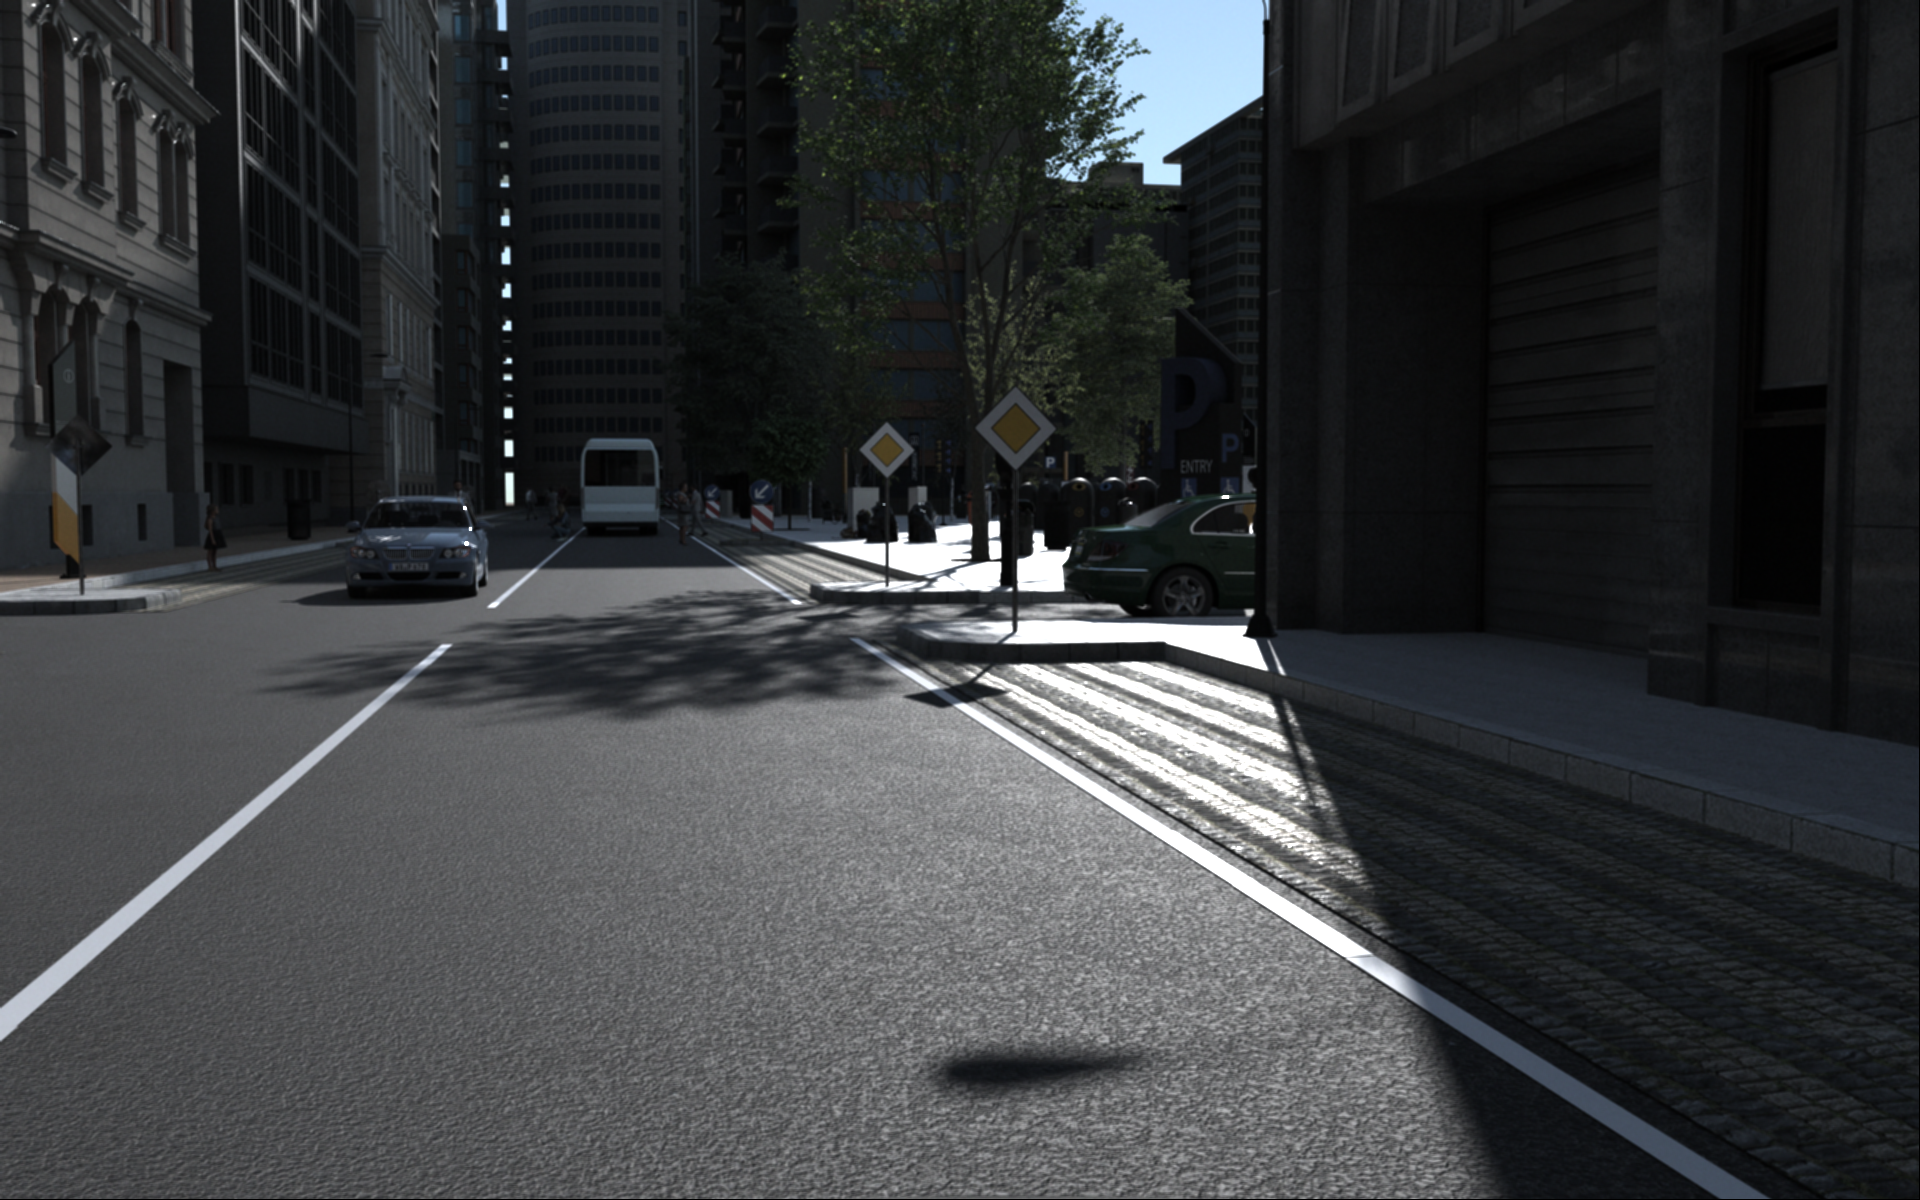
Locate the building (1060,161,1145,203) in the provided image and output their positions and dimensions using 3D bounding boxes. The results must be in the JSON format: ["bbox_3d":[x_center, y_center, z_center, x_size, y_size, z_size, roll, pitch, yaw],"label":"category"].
[{"bbox_3d":[18.760,-31.403,205.321,23.993,40.220,32.217,-1,4,-11],"label":"building"}]

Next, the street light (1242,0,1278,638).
[{"bbox_3d":[2.178,-2.619,15.369,1.470,5.913,1.316,-1,4,-11],"label":"street light"}]

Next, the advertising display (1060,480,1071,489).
[{"bbox_3d":[5.177,-4.633,80.963,0.974,1.923,0.123,1,4,13],"label":"advertising display"}]

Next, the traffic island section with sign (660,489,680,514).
[{"bbox_3d":[-20.404,-7.060,124.056,1.989,1.847,2.006,-1,4,-11],"label":"traffic island section with sign"}]

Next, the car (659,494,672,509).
[{"bbox_3d":[-27.610,-9.273,160.411,1.959,1.807,4.718,-1,4,-11],"label":"car"}]

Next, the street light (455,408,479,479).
[{"bbox_3d":[-26.487,-7.366,92.969,1.470,5.913,1.316,-1,4,-11],"label":"street light"}]

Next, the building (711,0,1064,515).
[{"bbox_3d":[-5.474,-28.375,118.554,22.147,44.769,28.867,-1,4,-11],"label":"building"}]

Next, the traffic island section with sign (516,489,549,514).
[{"bbox_3d":[-30.360,-6.969,122.566,1.989,1.847,2.006,-1,4,-11],"label":"traffic island section with sign"}]

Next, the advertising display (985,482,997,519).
[{"bbox_3d":[1.635,-5.218,90.533,0.123,1.923,0.974,-2,4,-31],"label":"advertising display"}]

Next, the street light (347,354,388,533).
[{"bbox_3d":[-19.596,-5.185,57.321,1.470,5.913,1.316,-1,4,-11],"label":"street light"}]

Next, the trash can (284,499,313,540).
[{"bbox_3d":[-18.445,-2.243,48.327,0.748,1.137,0.748,0,3,0],"label":"trash can"}]

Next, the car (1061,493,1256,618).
[{"bbox_3d":[3.622,-0.486,19.743,4.920,1.459,2.131,-1,4,-9],"label":"car"}]

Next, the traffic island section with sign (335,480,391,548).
[{"bbox_3d":[-15.633,-2.323,46.603,1.989,1.847,2.006,-1,4,-11],"label":"traffic island section with sign"}]

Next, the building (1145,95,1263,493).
[{"bbox_3d":[34.432,-29.126,168.098,23.993,40.220,32.217,-1,4,-11],"label":"building"}]

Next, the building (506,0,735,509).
[{"bbox_3d":[-34.544,-39.602,189.484,28.212,58.520,21.231,-1,4,-11],"label":"building"}]

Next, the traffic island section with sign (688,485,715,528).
[{"bbox_3d":[-10.812,-4.036,74.621,1.989,1.847,2.006,-1,4,-11],"label":"traffic island section with sign"}]

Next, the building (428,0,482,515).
[{"bbox_3d":[-39.693,-40.602,102.098,20.563,71.187,20.611,-1,4,-11],"label":"building"}]

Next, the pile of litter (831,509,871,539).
[{"bbox_3d":[-2.956,-2.217,50.216,1.719,0.858,1.176,-1,4,-20],"label":"pile of litter"}]

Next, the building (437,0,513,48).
[{"bbox_3d":[-55.646,-32.721,154.600,30.456,49.044,23.786,-1,4,-11],"label":"building"}]

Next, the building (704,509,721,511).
[{"bbox_3d":[-12.080,-36.939,145.946,21.231,58.520,28.212,-1,4,-11],"label":"building"}]

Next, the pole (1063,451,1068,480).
[{"bbox_3d":[5.023,-5.415,82.375,0.158,3.312,0.155,0,3,0],"label":"pole"}]

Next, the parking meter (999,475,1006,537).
[{"bbox_3d":[1.359,-2.827,51.938,0.255,1.863,0.399,-1,4,-21],"label":"parking meter"}]

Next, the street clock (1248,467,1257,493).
[{"bbox_3d":[7.826,-2.508,45.579,0.471,2.002,0.358,-1,4,-20],"label":"street clock"}]

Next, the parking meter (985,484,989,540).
[{"bbox_3d":[0.481,-1.925,39.881,0.372,1.533,0.369,0,3,0],"label":"parking meter"}]

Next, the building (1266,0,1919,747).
[{"bbox_3d":[10.706,-11.581,7.373,12.078,24.808,19.932,-1,4,-11],"label":"building"}]

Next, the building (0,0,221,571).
[{"bbox_3d":[-22.812,-14.874,30.586,14.401,28.519,23.554,-1,4,-11],"label":"building"}]

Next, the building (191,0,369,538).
[{"bbox_3d":[-27.700,-15.938,54.092,14.314,27.812,24.014,-1,4,-11],"label":"building"}]

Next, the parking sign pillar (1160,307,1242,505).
[{"bbox_3d":[3.398,-2.204,24.509,1.447,3.967,1.447,-2,4,-32],"label":"parking sign pillar"}]

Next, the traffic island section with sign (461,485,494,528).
[{"bbox_3d":[-20.853,-3.970,73.533,1.989,1.847,2.006,-1,4,-11],"label":"traffic island section with sign"}]

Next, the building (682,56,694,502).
[{"bbox_3d":[-19.503,-29.557,166.848,14.154,41.232,14.086,-1,4,-11],"label":"building"}]

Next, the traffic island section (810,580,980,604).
[{"bbox_3d":[-0.989,-0.106,24.007,2.009,0.180,2.903,-1,4,-11],"label":"traffic island section"}]

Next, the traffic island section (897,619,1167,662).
[{"bbox_3d":[0.531,0.374,16.168,2.009,0.180,2.903,-1,4,-11],"label":"traffic island section"}]

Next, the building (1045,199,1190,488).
[{"bbox_3d":[14.072,-24.564,173.329,14.107,30.474,14.160,-1,4,-11],"label":"building"}]

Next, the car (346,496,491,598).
[{"bbox_3d":[-7.947,-0.831,25.585,2.014,1.417,4.499,-1,4,-13],"label":"car"}]

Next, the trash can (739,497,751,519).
[{"bbox_3d":[-11.208,-4.822,90.489,0.748,1.137,0.748,0,3,0],"label":"trash can"}]

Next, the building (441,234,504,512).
[{"bbox_3d":[-48.985,-17.267,127.347,27.650,21.520,28.899,-1,4,-11],"label":"building"}]

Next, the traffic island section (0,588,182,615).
[{"bbox_3d":[-11.192,0.015,22.041,2.009,0.180,2.903,-1,4,-11],"label":"traffic island section"}]

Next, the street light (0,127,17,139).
[{"bbox_3d":[-12.654,-3.026,22.011,1.470,5.913,1.316,-1,4,-11],"label":"street light"}]

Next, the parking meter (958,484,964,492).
[{"bbox_3d":[0.079,-5.731,99.420,0.255,1.863,0.399,1,4,16],"label":"parking meter"}]

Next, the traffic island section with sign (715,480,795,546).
[{"bbox_3d":[-5.674,-2.418,48.158,1.989,1.847,2.006,-1,4,-11],"label":"traffic island section with sign"}]

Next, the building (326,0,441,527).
[{"bbox_3d":[-30.583,-17.739,75.940,13.634,28.700,20.117,-1,4,-11],"label":"building"}]

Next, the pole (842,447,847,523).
[{"bbox_3d":[-5.033,-5.006,75.684,0.158,3.312,0.155,0,3,0],"label":"pole"}]

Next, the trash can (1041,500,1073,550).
[{"bbox_3d":[2.230,-1.727,39.890,0.748,1.137,0.748,0,3,0],"label":"trash can"}]

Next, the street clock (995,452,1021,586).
[{"bbox_3d":[0.679,-1.200,24.192,0.358,2.002,0.471,1,4,23],"label":"street clock"}]
